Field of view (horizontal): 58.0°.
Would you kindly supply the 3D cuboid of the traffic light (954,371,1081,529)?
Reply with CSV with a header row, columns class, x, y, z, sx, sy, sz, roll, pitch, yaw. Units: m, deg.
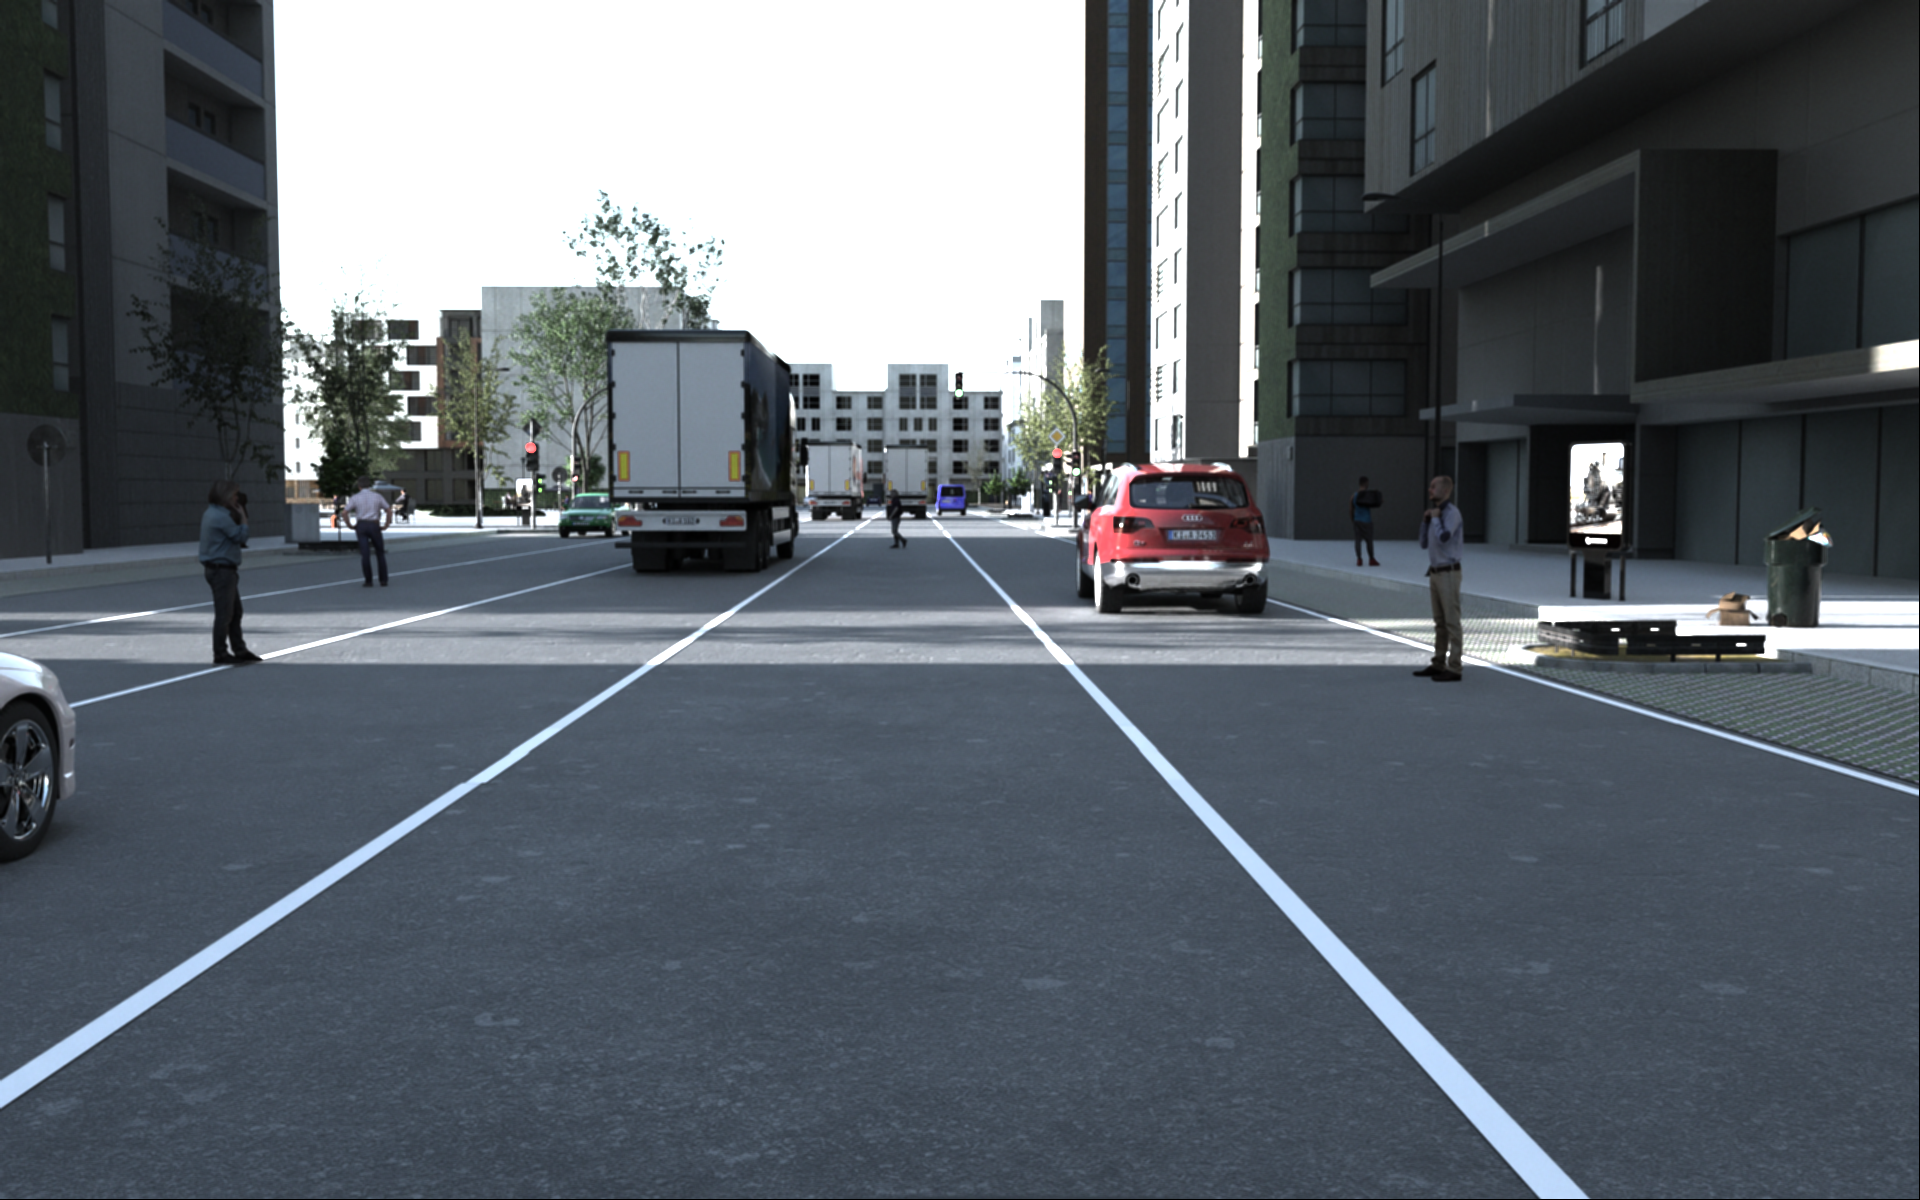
class,x,y,z,sx,sy,sz,roll,pitch,yaw
traffic light,2.174,-5.481,64.282,4.771,5.953,1.251,0,4,-2

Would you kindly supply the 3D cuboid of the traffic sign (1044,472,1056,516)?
class,x,y,z,sx,sy,sz,roll,pitch,yaw
traffic sign,5.224,-6.134,100.396,0.768,2.556,0.104,0,4,3

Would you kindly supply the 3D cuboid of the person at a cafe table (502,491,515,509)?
class,x,y,z,sx,sy,sz,roll,pitch,yaw
person at a cafe table,-33.312,-7.373,129.058,1.698,1.524,1.622,3,5,44

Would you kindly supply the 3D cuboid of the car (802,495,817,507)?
class,x,y,z,sx,sy,sz,roll,pitch,yaw
car,-16.739,-11.205,195.556,2.083,1.381,4.827,0,4,-4

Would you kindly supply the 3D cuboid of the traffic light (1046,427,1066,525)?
class,x,y,z,sx,sy,sz,roll,pitch,yaw
traffic light,4.029,-5.110,72.466,0.839,4.253,0.868,0,4,-2

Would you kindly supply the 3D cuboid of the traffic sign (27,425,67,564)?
class,x,y,z,sx,sy,sz,roll,pitch,yaw
traffic sign,-16.794,-1.942,31.853,0.768,2.556,0.104,0,4,6

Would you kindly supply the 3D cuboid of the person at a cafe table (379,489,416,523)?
class,x,y,z,sx,sy,sz,roll,pitch,yaw
person at a cafe table,-24.611,-4.126,75.968,1.622,1.524,1.698,2,4,27

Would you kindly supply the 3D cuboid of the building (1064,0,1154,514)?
class,x,y,z,sx,sy,sz,roll,pitch,yaw
building,14.752,-28.723,119.728,14.600,45.320,14.200,0,4,-2

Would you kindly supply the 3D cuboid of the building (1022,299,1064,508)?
class,x,y,z,sx,sy,sz,roll,pitch,yaw
building,15.337,-18.318,165.961,16.747,18.905,31.486,0,4,-2

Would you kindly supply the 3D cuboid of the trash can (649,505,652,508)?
class,x,y,z,sx,sy,sz,roll,pitch,yaw
trash can,-19.502,-5.960,109.091,0.748,1.137,0.748,0,3,0

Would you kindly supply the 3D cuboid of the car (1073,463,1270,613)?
class,x,y,z,sx,sy,sz,roll,pitch,yaw
car,2.644,-0.837,22.352,2.281,1.827,5.304,0,4,0

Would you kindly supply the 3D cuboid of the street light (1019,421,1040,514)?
class,x,y,z,sx,sy,sz,roll,pitch,yaw
street light,4.389,-8.378,109.520,1.470,5.913,1.316,0,4,-2

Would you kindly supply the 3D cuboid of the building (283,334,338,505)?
class,x,y,z,sx,sy,sz,roll,pitch,yaw
building,-76.761,-21.665,210.640,11.380,20.091,16.016,0,4,-2

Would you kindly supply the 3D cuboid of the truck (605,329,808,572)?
class,x,y,z,sx,sy,sz,roll,pitch,yaw
truck,-4.853,-2.826,35.117,2.839,4.237,11.283,0,4,-1

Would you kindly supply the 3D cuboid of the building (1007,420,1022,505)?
class,x,y,z,sx,sy,sz,roll,pitch,yaw
building,10.682,-15.518,195.872,9.099,9.664,28.070,0,4,-2

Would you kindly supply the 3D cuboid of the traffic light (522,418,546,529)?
class,x,y,z,sx,sy,sz,roll,pitch,yaw
traffic light,-15.730,-4.585,63.885,0.839,4.253,0.868,0,4,-2

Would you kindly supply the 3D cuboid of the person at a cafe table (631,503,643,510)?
class,x,y,z,sx,sy,sz,roll,pitch,yaw
person at a cafe table,-26.810,-7.995,141.582,1.698,1.238,1.726,2,4,32

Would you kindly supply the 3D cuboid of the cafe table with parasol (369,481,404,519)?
class,x,y,z,sx,sy,sz,roll,pitch,yaw
cafe table with parasol,-29.679,-5.117,88.522,2.610,1.966,2.610,0,4,-1

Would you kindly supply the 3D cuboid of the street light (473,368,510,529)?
class,x,y,z,sx,sy,sz,roll,pitch,yaw
street light,-17.237,-5.579,63.755,1.470,5.913,1.316,0,4,-2

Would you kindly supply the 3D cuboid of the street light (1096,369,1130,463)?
class,x,y,z,sx,sy,sz,roll,pitch,yaw
street light,5.726,-5.615,64.350,1.470,5.913,1.316,0,4,-2

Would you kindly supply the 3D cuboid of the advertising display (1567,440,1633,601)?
class,x,y,z,sx,sy,sz,roll,pitch,yaw
advertising display,7.802,-0.975,21.159,0.123,1.923,0.974,-1,4,-21

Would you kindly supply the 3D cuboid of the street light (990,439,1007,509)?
class,x,y,z,sx,sy,sz,roll,pitch,yaw
street light,3.270,-10.662,146.868,1.470,5.913,1.316,0,4,-2

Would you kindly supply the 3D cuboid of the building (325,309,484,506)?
class,x,y,z,sx,sy,sz,roll,pitch,yaw
building,-54.585,-22.103,205.355,32.646,21.610,27.936,0,4,-2

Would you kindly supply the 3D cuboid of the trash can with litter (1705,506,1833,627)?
class,x,y,z,sx,sy,sz,roll,pitch,yaw
trash can with litter,7.828,-0.330,16.777,1.055,1.170,0.624,1,4,18

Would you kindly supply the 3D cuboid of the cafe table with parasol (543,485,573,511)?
class,x,y,z,sx,sy,sz,roll,pitch,yaw
cafe table with parasol,-29.711,-7.533,128.028,2.610,1.966,2.610,-3,4,-38

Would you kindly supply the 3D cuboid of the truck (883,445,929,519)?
class,x,y,z,sx,sy,sz,roll,pitch,yaw
truck,-3.239,-7.025,103.773,2.839,4.237,11.283,0,4,-2

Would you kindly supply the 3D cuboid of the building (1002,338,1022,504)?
class,x,y,z,sx,sy,sz,roll,pitch,yaw
building,13.376,-21.952,215.328,16.016,20.091,11.380,0,4,-2

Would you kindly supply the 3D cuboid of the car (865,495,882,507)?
class,x,y,z,sx,sy,sz,roll,pitch,yaw
car,-9.889,-11.363,198.366,1.945,1.354,3.894,0,4,-3

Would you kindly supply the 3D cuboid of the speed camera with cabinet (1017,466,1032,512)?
class,x,y,z,sx,sy,sz,roll,pitch,yaw
speed camera with cabinet,4.655,-7.863,122.898,0.660,3.252,2.038,1,4,23

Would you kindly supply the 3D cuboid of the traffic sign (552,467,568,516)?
class,x,y,z,sx,sy,sz,roll,pitch,yaw
traffic sign,-18.559,-4.908,80.353,0.768,2.556,0.104,0,4,1

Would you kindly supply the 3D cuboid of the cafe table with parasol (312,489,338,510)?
class,x,y,z,sx,sy,sz,roll,pitch,yaw
cafe table with parasol,-51.304,-8.325,140.973,2.610,1.966,2.610,0,4,-2

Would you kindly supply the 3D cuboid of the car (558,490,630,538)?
class,x,y,z,sx,sy,sz,roll,pitch,yaw
car,-12.313,-3.041,58.518,1.959,1.807,4.718,0,4,0

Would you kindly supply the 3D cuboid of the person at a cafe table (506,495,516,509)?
class,x,y,z,sx,sy,sz,roll,pitch,yaw
person at a cafe table,-33.041,-7.121,127.292,1.698,1.238,1.726,3,5,39

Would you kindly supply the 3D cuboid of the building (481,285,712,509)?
class,x,y,z,sx,sy,sz,roll,pitch,yaw
building,-32.634,-18.136,162.976,16.747,18.905,31.486,0,4,-2

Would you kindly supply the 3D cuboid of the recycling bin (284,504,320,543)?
class,x,y,z,sx,sy,sz,roll,pitch,yaw
recycling bin,-17.264,-2.012,45.447,0.722,1.027,0.722,-3,4,-38

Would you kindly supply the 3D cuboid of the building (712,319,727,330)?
class,x,y,z,sx,sy,sz,roll,pitch,yaw
building,-32.611,-20.080,184.729,16.016,20.091,11.380,0,4,-2

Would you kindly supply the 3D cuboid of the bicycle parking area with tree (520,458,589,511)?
class,x,y,z,sx,sy,sz,roll,pitch,yaw
bicycle parking area with tree,-32.087,-9.213,137.639,8.231,4.147,9.016,-1,4,-15

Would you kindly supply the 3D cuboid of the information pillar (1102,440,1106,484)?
class,x,y,z,sx,sy,sz,roll,pitch,yaw
information pillar,6.183,-5.082,74.443,0.183,3.616,0.504,1,4,18

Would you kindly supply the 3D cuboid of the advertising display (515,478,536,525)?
class,x,y,z,sx,sy,sz,roll,pitch,yaw
advertising display,-17.846,-4.034,71.173,0.974,1.923,0.123,2,4,28

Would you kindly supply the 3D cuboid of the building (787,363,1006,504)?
class,x,y,z,sx,sy,sz,roll,pitch,yaw
building,-10.107,-22.959,241.841,31.486,18.905,16.747,0,4,-2

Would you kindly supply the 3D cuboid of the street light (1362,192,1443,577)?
class,x,y,z,sx,sy,sz,roll,pitch,yaw
street light,6.880,-3.321,26.847,1.470,5.913,1.316,0,4,-2

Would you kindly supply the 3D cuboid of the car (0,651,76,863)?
class,x,y,z,sx,sy,sz,roll,pitch,yaw
car,-4.521,0.433,5.287,2.083,1.381,4.827,0,4,-3

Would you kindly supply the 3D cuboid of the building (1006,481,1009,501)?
class,x,y,z,sx,sy,sz,roll,pitch,yaw
building,21.558,-23.005,242.586,31.486,18.905,16.747,0,4,-2

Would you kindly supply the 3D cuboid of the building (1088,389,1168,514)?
class,x,y,z,sx,sy,sz,roll,pitch,yaw
building,24.369,-25.025,101.036,32.217,40.220,23.993,0,4,-2

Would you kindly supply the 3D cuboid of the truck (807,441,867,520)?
class,x,y,z,sx,sy,sz,roll,pitch,yaw
truck,-6.924,-6.650,97.648,2.839,4.237,11.283,0,4,0

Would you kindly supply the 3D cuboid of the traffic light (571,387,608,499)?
class,x,y,z,sx,sy,sz,roll,pitch,yaw
traffic light,-13.875,-5.951,71.963,4.771,5.953,1.251,0,4,-2
